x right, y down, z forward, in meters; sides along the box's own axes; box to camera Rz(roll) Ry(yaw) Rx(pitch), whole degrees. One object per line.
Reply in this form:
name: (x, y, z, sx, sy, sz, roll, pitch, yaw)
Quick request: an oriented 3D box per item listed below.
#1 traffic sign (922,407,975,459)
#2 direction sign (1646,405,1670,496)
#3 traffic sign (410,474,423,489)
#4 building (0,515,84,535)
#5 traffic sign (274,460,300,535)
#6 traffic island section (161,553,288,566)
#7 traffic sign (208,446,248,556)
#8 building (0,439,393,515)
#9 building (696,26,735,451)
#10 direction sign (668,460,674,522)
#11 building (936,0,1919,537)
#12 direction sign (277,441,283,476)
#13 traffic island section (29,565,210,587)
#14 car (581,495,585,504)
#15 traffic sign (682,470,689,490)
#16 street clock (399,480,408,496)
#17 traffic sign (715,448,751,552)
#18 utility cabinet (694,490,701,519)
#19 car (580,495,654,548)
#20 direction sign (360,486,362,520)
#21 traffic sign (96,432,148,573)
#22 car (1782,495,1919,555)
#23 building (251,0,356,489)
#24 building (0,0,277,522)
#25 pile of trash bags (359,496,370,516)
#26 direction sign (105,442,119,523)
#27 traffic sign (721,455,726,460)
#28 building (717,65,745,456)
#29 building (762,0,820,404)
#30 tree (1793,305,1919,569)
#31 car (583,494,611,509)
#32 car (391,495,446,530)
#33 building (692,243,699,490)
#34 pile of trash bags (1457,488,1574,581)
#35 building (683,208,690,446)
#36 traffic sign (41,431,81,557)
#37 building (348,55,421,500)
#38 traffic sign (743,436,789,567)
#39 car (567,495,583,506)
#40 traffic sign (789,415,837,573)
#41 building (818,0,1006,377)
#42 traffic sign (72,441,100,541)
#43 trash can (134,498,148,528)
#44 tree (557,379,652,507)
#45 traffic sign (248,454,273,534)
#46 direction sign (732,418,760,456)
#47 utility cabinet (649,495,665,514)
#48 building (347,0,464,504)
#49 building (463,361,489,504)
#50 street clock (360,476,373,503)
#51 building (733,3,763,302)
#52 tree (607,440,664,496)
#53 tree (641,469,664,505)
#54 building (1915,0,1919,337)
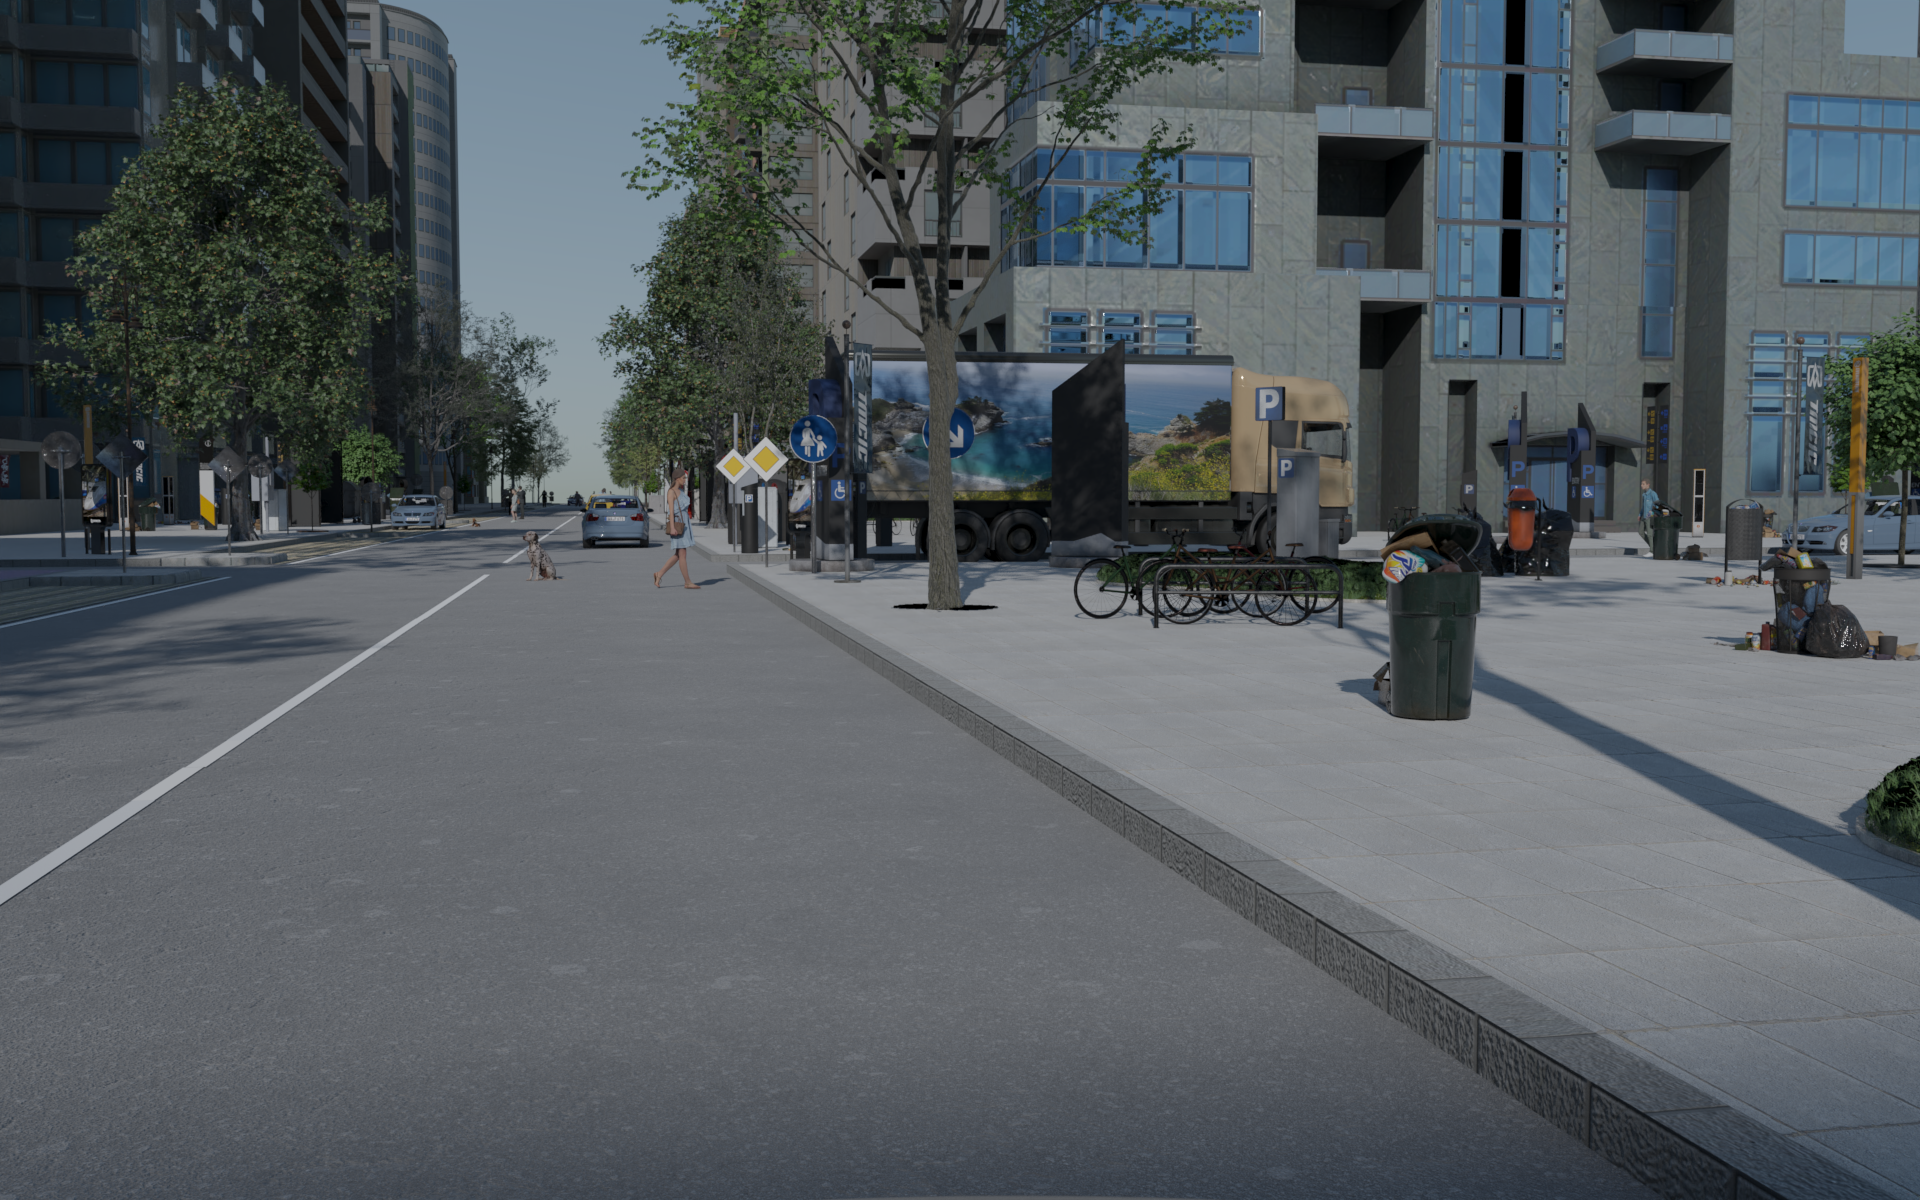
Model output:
traffic sign: (-0.166, -1.538, 25.255, 0.768, 2.556, 0.104, 0, 4, -3)
direction sign: (17.887, -3.209, 44.469, 0.379, 3.537, 0.876, -1, 4, -13)
traffic sign: (-34.014, -6.626, 108.444, 0.768, 2.556, 0.104, 0, 4, -5)
building: (-46.470, -22.135, 53.784, 32.217, 40.220, 23.993, -1, 4, -11)
traffic sign: (-21.301, -3.281, 54.836, 0.795, 2.450, 0.064, -1, 4, -10)
traffic island section: (-15.231, -0.844, 36.076, 2.009, 0.180, 2.903, -1, 4, -11)
traffic sign: (-15.209, -1.980, 36.019, 0.795, 2.450, 0.064, -1, 4, -11)
building: (-62.652, -27.217, 136.879, 32.217, 40.220, 23.993, -1, 4, -11)
building: (-23.714, -41.915, 227.310, 21.231, 58.520, 28.212, -1, 4, -11)
direction sign: (-12.999, -5.260, 78.000, 0.379, 3.537, 0.876, 0, 4, 2)
building: (14.502, -45.755, 60.774, 31.000, 86.520, 22.319, -1, 4, -11)
direction sign: (-28.806, -5.035, 74.320, 0.876, 3.537, 0.379, -1, 4, -9)
traffic island section: (-13.646, -0.365, 28.249, 2.009, 0.180, 2.903, -1, 4, -11)
car: (-54.104, -14.219, 245.065, 1.945, 1.354, 3.894, -1, 4, -12)
traffic sign: (-14.365, -5.467, 89.490, 0.768, 2.556, 0.104, -1, 4, -8)
street clock: (-27.947, -5.046, 87.069, 0.471, 2.002, 0.358, 3, 5, 41)
traffic sign: (-4.968, -2.105, 38.064, 0.795, 2.450, 0.064, -1, 4, -11)
utility cabinet: (-12.947, -4.802, 87.192, 0.318, 1.500, 1.173, 1, 4, 20)
car: (-9.370, -2.157, 47.266, 2.014, 1.417, 4.499, -1, 4, -10)
direction sign: (-29.364, -5.677, 84.812, 0.876, 3.537, 0.379, -3, 4, -37)
traffic sign: (-13.624, -1.501, 28.192, 0.795, 2.450, 0.064, -1, 4, -11)
car: (21.488, -1.737, 40.408, 4.499, 1.417, 2.014, -1, 4, -11)
building: (-53.280, -30.067, 115.302, 21.300, 48.544, 21.600, -1, 4, -11)
building: (-49.072, -28.715, 89.096, 23.786, 49.044, 30.456, -1, 4, -11)
pile of trash bags: (-34.764, -5.569, 100.803, 1.912, 1.369, 3.447, -2, 4, -30)
direction sign: (-37.120, -5.139, 76.021, 0.379, 3.537, 0.876, 1, 4, 23)
traffic sign: (-7.208, -3.342, 54.753, 0.768, 2.556, 0.104, 0, 4, -7)
building: (-16.819, -32.008, 173.438, 14.600, 45.320, 14.200, -1, 4, -11)
building: (-7.996, -27.360, 130.925, 14.154, 41.232, 14.086, -1, 4, -11)
tree: (16.497, -2.855, 30.390, 4.285, 4.588, 4.351, 0, 3, 0)
car: (-19.599, -5.167, 94.704, 2.015, 1.641, 3.980, -1, 4, -13)
car: (-21.912, -3.559, 70.198, 2.014, 1.417, 4.499, -1, 4, -10)
building: (-31.785, -34.527, 248.117, 14.154, 41.232, 14.086, -1, 4, -11)
pile of trash bags: (8.618, -1.062, 27.110, 1.912, 1.369, 3.447, 1, 4, 10)
building: (-34.665, -37.484, 262.967, 14.600, 45.320, 14.200, -1, 4, -11)
traffic sign: (-18.201, -2.140, 35.092, 0.768, 2.556, 0.104, -1, 4, -9)
building: (-57.341, -28.976, 157.356, 14.154, 41.232, 14.086, -1, 4, -11)
traffic sign: (-3.383, -1.627, 30.237, 0.795, 2.450, 0.064, -1, 4, -11)
car: (-47.339, -12.251, 212.880, 1.945, 1.354, 3.894, -1, 4, -11)
traffic sign: (-2.359, -1.702, 27.933, 0.768, 2.556, 0.104, 0, 4, -3)
building: (6.767, -31.179, 99.010, 28.713, 52.752, 27.495, -1, 4, -11)
traffic sign: (-20.858, -2.518, 41.280, 0.768, 2.556, 0.104, 0, 4, -6)
trash can: (-30.423, -3.222, 64.332, 0.748, 1.137, 0.748, 0, 3, 0)
tree: (-32.363, -16.335, 177.453, 12.009, 13.543, 11.850, 0, 3, 0)
traffic sign: (-22.196, -3.355, 54.961, 0.768, 2.556, 0.104, 0, 4, -7)
direction sign: (-6.395, -3.657, 51.792, 0.876, 3.537, 0.379, 1, 4, 13)
utility cabinet: (-19.264, -6.050, 110.083, 0.306, 1.237, 1.020, 3, 5, 43)
building: (-72.171, -40.750, 208.269, 21.231, 58.520, 28.212, -1, 4, -11)
building: (-80.031, -24.000, 237.439, 27.650, 21.520, 28.899, -1, 4, -11)
street clock: (-24.349, -4.069, 71.095, 0.358, 2.002, 0.471, 2, 4, 31)
building: (-8.489, -30.494, 153.207, 22.147, 44.769, 28.867, -1, 4, -11)
tree: (-41.261, -18.614, 222.470, 7.486, 12.596, 7.792, 0, 3, 0)
tree: (-23.307, -8.366, 131.383, 1.663, 3.219, 1.824, 0, 3, 0)
building: (45.603, -23.172, 62.449, 14.086, 41.232, 14.154, -1, 4, -11)
